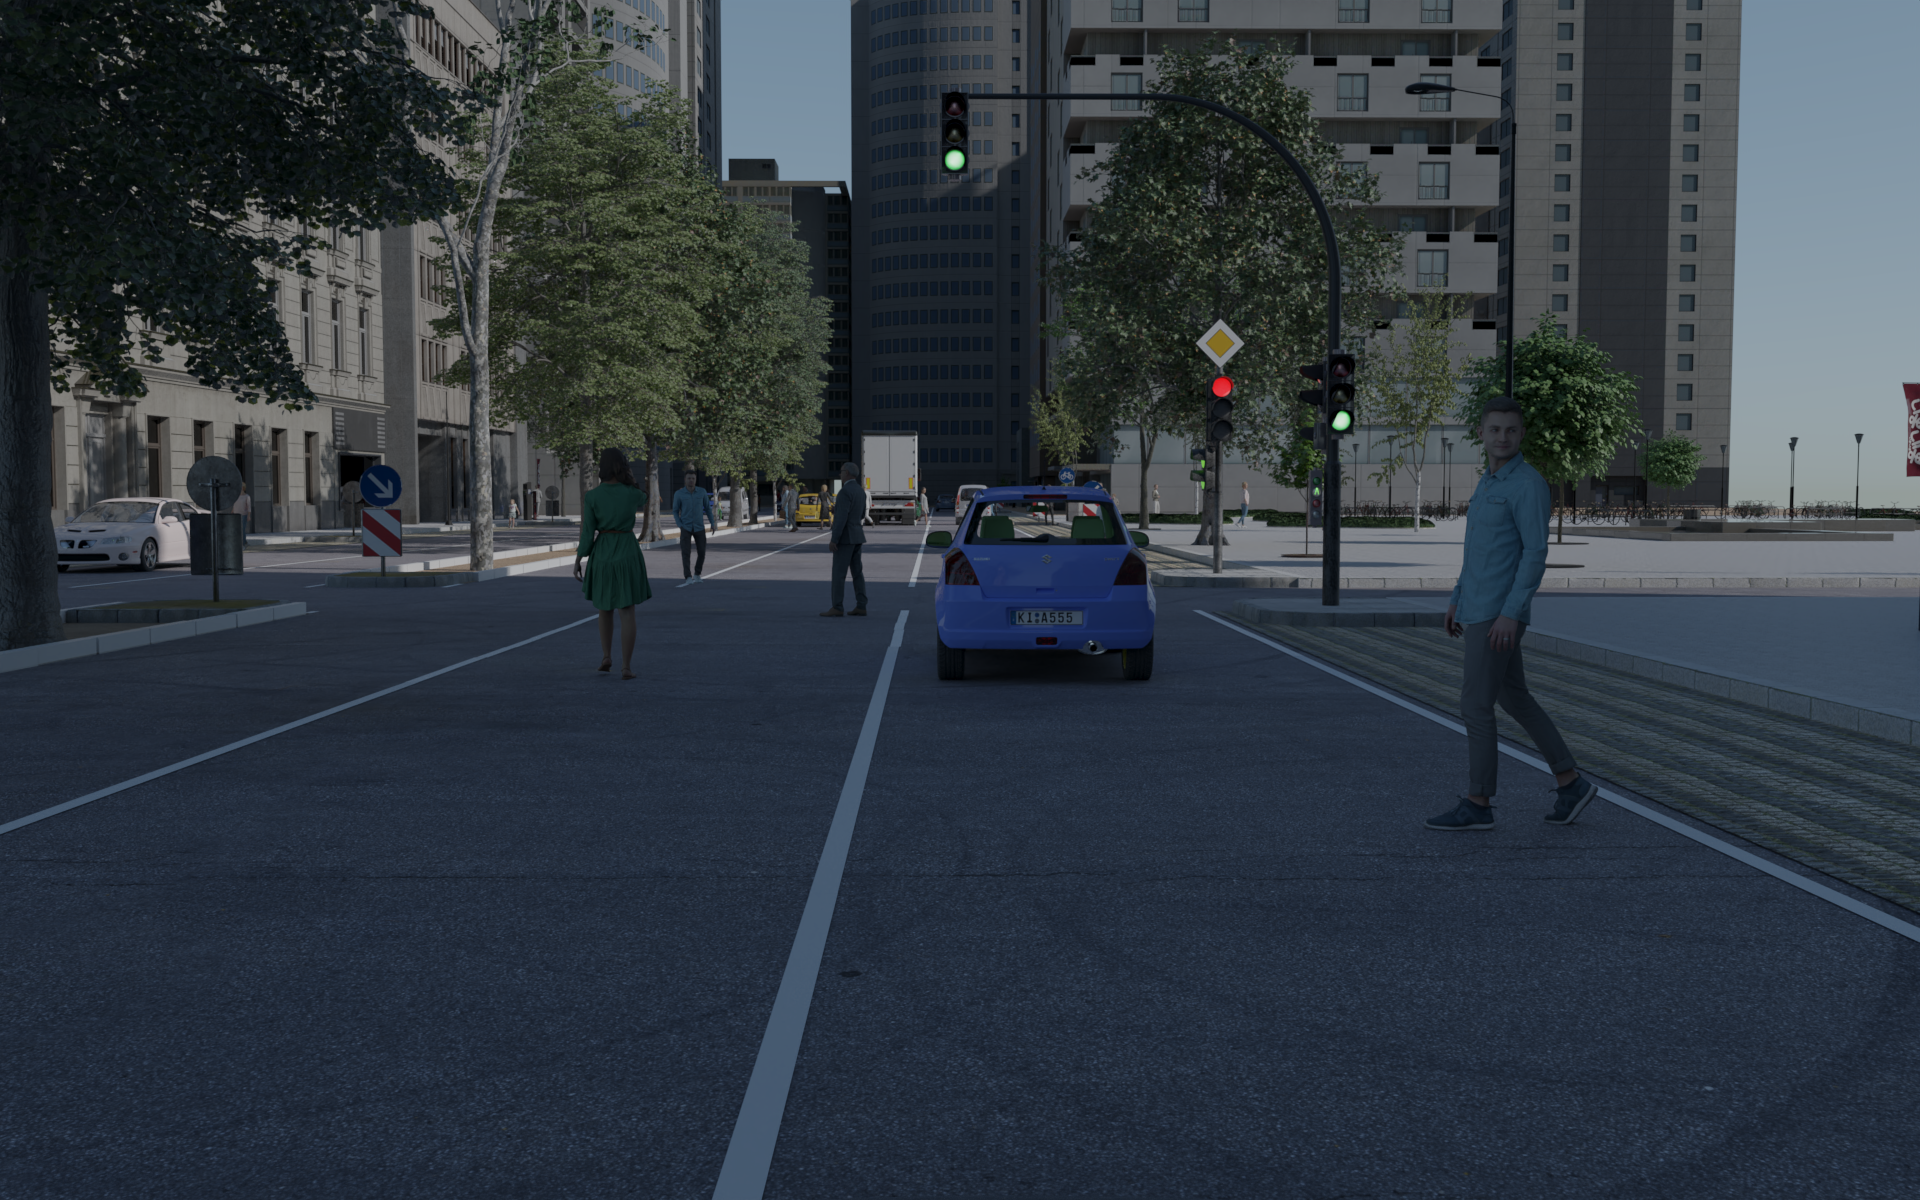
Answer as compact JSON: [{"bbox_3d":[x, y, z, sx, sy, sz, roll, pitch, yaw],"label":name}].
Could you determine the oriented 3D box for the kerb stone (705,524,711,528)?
[{"bbox_3d":[-10.644,-3.163,73.908,0.120,0.150,1.000,0,4,-1],"label":"kerb stone"}]

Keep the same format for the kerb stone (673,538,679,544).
[{"bbox_3d":[-8.217,-1.661,49.349,0.120,0.150,1.000,0,4,-1],"label":"kerb stone"}]

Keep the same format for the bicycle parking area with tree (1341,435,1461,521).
[{"bbox_3d":[22.972,-6.082,86.443,8.231,4.147,9.016,-2,4,-32],"label":"bicycle parking area with tree"}]

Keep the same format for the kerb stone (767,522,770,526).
[{"bbox_3d":[-8.574,-3.289,76.004,0.120,0.150,1.000,0,4,-1],"label":"kerb stone"}]

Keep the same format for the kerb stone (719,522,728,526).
[{"bbox_3d":[-10.707,-3.414,78.013,0.120,0.150,1.000,0,4,-1],"label":"kerb stone"}]

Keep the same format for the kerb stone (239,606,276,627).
[{"bbox_3d":[-7.821,0.190,19.089,0.120,0.150,1.000,0,4,-1],"label":"kerb stone"}]

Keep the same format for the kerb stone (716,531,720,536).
[{"bbox_3d":[-8.336,-2.225,58.573,0.120,0.150,1.000,0,4,-1],"label":"kerb stone"}]

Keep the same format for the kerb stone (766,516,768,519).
[{"bbox_3d":[-10.939,-4.535,96.478,0.120,0.150,1.000,0,4,-1],"label":"kerb stone"}]

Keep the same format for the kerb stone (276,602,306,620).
[{"bbox_3d":[-7.838,0.132,20.119,0.120,0.150,1.000,0,4,-1],"label":"kerb stone"}]

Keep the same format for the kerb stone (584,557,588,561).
[{"bbox_3d":[-8.061,-0.909,37.068,0.120,0.150,1.000,0,4,-1],"label":"kerb stone"}]

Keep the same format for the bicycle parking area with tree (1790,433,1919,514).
[{"bbox_3d":[42.392,-5.969,84.593,9.016,4.147,8.231,0,4,7],"label":"bicycle parking area with tree"}]

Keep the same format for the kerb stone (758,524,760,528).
[{"bbox_3d":[-8.524,-3.041,71.908,0.120,0.150,1.000,0,4,-1],"label":"kerb stone"}]

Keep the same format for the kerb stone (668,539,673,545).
[{"bbox_3d":[-8.205,-1.598,48.327,0.120,0.150,1.000,0,4,-1],"label":"kerb stone"}]

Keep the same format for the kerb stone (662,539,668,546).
[{"bbox_3d":[-8.196,-1.535,47.302,0.120,0.150,1.000,0,4,-1],"label":"kerb stone"}]

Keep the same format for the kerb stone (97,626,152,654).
[{"bbox_3d":[-7.778,0.378,16.010,0.120,0.150,1.000,0,4,-1],"label":"kerb stone"}]

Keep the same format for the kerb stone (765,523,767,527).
[{"bbox_3d":[-8.562,-3.228,74.980,0.120,0.150,1.000,0,4,-1],"label":"kerb stone"}]

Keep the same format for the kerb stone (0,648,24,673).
[{"bbox_3d":[-7.748,0.504,13.955,0.120,0.150,1.000,0,4,-1],"label":"kerb stone"}]

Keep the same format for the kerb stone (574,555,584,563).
[{"bbox_3d":[-8.049,-0.841,36.046,0.120,0.150,1.000,0,4,-1],"label":"kerb stone"}]

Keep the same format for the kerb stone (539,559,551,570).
[{"bbox_3d":[-8.009,-0.656,32.968,0.120,0.150,1.000,0,4,-1],"label":"kerb stone"}]

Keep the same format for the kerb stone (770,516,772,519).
[{"bbox_3d":[-10.974,-4.668,98.534,0.120,0.150,1.000,0,4,-1],"label":"kerb stone"}]

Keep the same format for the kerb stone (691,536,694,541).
[{"bbox_3d":[-8.289,-1.973,54.473,0.120,0.150,1.000,0,4,-1],"label":"kerb stone"}]

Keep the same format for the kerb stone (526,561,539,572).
[{"bbox_3d":[-7.989,-0.593,31.942,0.120,0.150,1.000,0,4,-1],"label":"kerb stone"}]

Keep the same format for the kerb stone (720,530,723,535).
[{"bbox_3d":[-8.358,-2.287,59.595,0.120,0.150,1.000,0,4,-1],"label":"kerb stone"}]

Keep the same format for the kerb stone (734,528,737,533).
[{"bbox_3d":[-8.412,-2.538,63.693,0.120,0.150,1.000,0,4,-1],"label":"kerb stone"}]

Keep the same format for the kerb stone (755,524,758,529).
[{"bbox_3d":[-8.502,-2.977,70.881,0.120,0.150,1.000,0,4,-1],"label":"kerb stone"}]

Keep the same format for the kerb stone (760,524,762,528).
[{"bbox_3d":[-8.535,-3.096,72.933,0.120,0.150,1.000,0,4,-1],"label":"kerb stone"}]

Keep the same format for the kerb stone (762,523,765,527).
[{"bbox_3d":[-8.545,-3.163,73.955,0.120,0.150,1.000,0,4,-1],"label":"kerb stone"}]

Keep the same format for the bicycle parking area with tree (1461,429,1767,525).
[{"bbox_3d":[28.191,-5.396,75.226,8.231,4.147,9.016,-1,4,-22],"label":"bicycle parking area with tree"}]

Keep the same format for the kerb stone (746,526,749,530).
[{"bbox_3d":[-8.469,-2.784,67.815,0.120,0.150,1.000,0,4,-1],"label":"kerb stone"}]

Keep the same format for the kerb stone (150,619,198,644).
[{"bbox_3d":[-7.794,0.316,17.035,0.120,0.150,1.000,0,4,-1],"label":"kerb stone"}]

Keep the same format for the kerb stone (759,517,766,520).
[{"bbox_3d":[-10.940,-4.480,95.447,0.120,0.150,1.000,0,4,-1],"label":"kerb stone"}]

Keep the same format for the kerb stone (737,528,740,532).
[{"bbox_3d":[-8.425,-2.601,64.724,0.120,0.150,1.000,0,4,-1],"label":"kerb stone"}]

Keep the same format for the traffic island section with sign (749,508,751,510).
[{"bbox_3d":[-19.833,-9.067,156.876,1.989,1.847,2.006,0,4,-1],"label":"traffic island section with sign"}]

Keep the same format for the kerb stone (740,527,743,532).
[{"bbox_3d":[-8.434,-2.659,65.751,0.120,0.150,1.000,0,4,-1],"label":"kerb stone"}]

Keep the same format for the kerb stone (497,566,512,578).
[{"bbox_3d":[-7.966,-0.468,29.890,0.120,0.150,1.000,0,4,-1],"label":"kerb stone"}]

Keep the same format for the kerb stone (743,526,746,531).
[{"bbox_3d":[-8.455,-2.716,66.788,0.120,0.150,1.000,0,4,-1],"label":"kerb stone"}]

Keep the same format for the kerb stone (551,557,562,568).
[{"bbox_3d":[-8.024,-0.720,33.994,0.120,0.150,1.000,0,4,-1],"label":"kerb stone"}]

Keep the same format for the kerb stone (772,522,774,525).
[{"bbox_3d":[-8.601,-3.412,78.063,0.120,0.150,1.000,0,4,-1],"label":"kerb stone"}]

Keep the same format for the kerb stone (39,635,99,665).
[{"bbox_3d":[-7.771,0.442,14.977,0.120,0.150,1.000,0,4,-1],"label":"kerb stone"}]

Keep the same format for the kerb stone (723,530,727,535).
[{"bbox_3d":[-8.369,-2.347,60.625,0.120,0.150,1.000,0,4,-1],"label":"kerb stone"}]

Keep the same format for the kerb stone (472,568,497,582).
[{"bbox_3d":[-7.952,-0.407,28.868,0.120,0.150,1.000,0,4,-1],"label":"kerb stone"}]

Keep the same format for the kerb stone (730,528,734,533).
[{"bbox_3d":[-8.400,-2.469,62.670,0.120,0.150,1.000,0,4,-1],"label":"kerb stone"}]

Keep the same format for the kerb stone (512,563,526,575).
[{"bbox_3d":[-7.979,-0.533,30.917,0.120,0.150,1.000,0,4,-1],"label":"kerb stone"}]

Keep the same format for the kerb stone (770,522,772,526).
[{"bbox_3d":[-8.590,-3.354,77.035,0.120,0.150,1.000,0,4,-1],"label":"kerb stone"}]

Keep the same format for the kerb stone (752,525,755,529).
[{"bbox_3d":[-8.492,-2.912,69.859,0.120,0.150,1.000,0,4,-1],"label":"kerb stone"}]

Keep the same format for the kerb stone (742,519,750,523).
[{"bbox_3d":[-10.826,-3.978,87.240,0.120,0.150,1.000,0,4,-1],"label":"kerb stone"}]

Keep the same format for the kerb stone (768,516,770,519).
[{"bbox_3d":[-10.960,-4.603,97.504,0.120,0.150,1.000,0,4,-1],"label":"kerb stone"}]

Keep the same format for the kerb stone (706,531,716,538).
[{"bbox_3d":[-8.328,-2.162,57.545,0.120,0.150,1.000,0,4,-1],"label":"kerb stone"}]

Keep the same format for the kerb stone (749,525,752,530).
[{"bbox_3d":[-8.474,-2.850,68.837,0.120,0.150,1.000,0,4,-1],"label":"kerb stone"}]

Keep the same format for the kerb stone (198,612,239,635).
[{"bbox_3d":[-7.809,0.260,18.058,0.120,0.150,1.000,0,4,-1],"label":"kerb stone"}]

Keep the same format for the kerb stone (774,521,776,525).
[{"bbox_3d":[-8.615,-3.476,79.085,0.120,0.150,1.000,0,4,-1],"label":"kerb stone"}]

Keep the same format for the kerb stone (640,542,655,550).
[{"bbox_3d":[-8.167,-1.410,45.258,0.120,0.150,1.000,0,4,-1],"label":"kerb stone"}]

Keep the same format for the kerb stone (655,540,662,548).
[{"bbox_3d":[-8.179,-1.470,46.280,0.120,0.150,1.000,0,4,-1],"label":"kerb stone"}]

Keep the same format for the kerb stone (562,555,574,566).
[{"bbox_3d":[-8.032,-0.784,35.020,0.120,0.150,1.000,0,4,-1],"label":"kerb stone"}]

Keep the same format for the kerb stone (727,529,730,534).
[{"bbox_3d":[-8.381,-2.413,61.647,0.120,0.150,1.000,0,4,-1],"label":"kerb stone"}]

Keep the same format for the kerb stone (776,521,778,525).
[{"bbox_3d":[-8.636,-3.541,80.111,0.120,0.150,1.000,0,4,-1],"label":"kerb stone"}]
